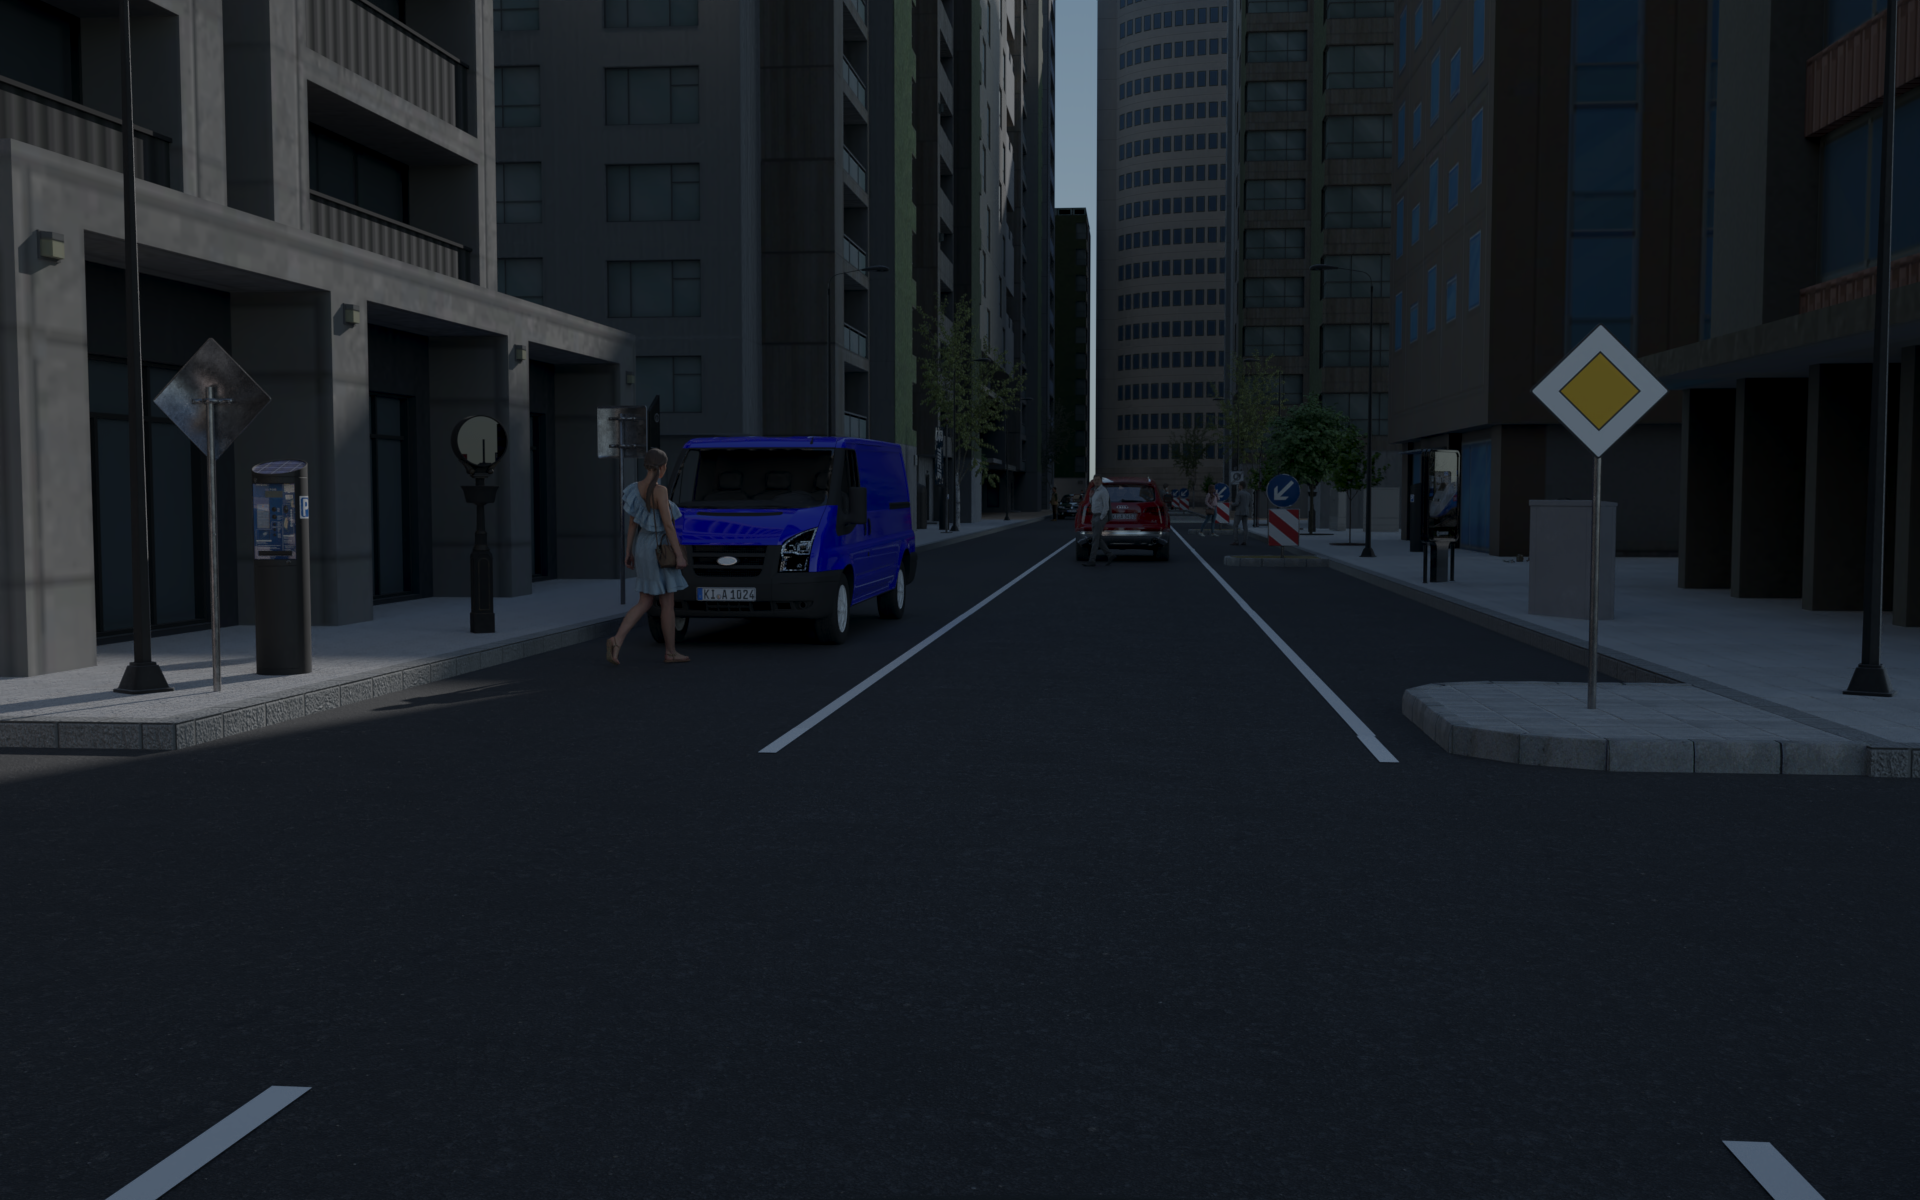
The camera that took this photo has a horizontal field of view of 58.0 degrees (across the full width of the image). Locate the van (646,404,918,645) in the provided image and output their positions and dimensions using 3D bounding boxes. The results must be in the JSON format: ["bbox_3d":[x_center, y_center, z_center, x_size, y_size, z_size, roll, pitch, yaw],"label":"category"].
[{"bbox_3d":[-1.793,-0.853,18.334,2.240,2.365,5.245,0,4,7],"label":"van"}]

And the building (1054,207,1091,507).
[{"bbox_3d":[6.262,-24.803,177.229,14.107,30.474,14.160,0,4,6],"label":"building"}]

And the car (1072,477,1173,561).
[{"bbox_3d":[3.634,-1.837,38.707,2.281,1.827,5.304,0,4,5],"label":"car"}]

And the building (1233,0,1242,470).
[{"bbox_3d":[32.609,-32.186,115.487,28.713,52.752,27.495,0,4,6],"label":"building"}]

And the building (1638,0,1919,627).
[{"bbox_3d":[22.773,-22.193,17.484,28.867,44.769,22.147,0,4,6],"label":"building"}]

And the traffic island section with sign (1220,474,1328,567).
[{"bbox_3d":[6.376,-1.618,35.074,1.989,1.847,2.006,0,4,6],"label":"traffic island section with sign"}]

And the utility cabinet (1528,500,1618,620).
[{"bbox_3d":[6.383,-0.422,18.069,0.306,1.237,1.020,-1,4,-20],"label":"utility cabinet"}]

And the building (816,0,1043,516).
[{"bbox_3d":[-1.619,-26.796,121.711,14.154,41.232,14.086,0,4,6],"label":"building"}]

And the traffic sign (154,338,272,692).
[{"bbox_3d":[-4.825,-0.462,11.195,0.795,2.450,0.064,0,4,6],"label":"traffic sign"}]

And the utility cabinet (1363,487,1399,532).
[{"bbox_3d":[14.172,-3.035,58.294,1.173,1.500,0.318,1,4,13],"label":"utility cabinet"}]

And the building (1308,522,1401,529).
[{"bbox_3d":[21.025,-18.203,69.326,14.160,30.474,14.107,0,4,6],"label":"building"}]

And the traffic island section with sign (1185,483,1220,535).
[{"bbox_3d":[9.174,-3.257,61.884,1.989,1.847,2.006,0,4,6],"label":"traffic island section with sign"}]

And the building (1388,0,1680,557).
[{"bbox_3d":[18.228,-23.847,40.012,14.600,45.320,14.200,0,4,6],"label":"building"}]

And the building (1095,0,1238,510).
[{"bbox_3d":[28.186,-38.921,178.351,28.212,58.520,21.231,0,4,6],"label":"building"}]

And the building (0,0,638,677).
[{"bbox_3d":[-15.606,-35.657,21.237,20.563,71.187,20.611,0,4,6],"label":"building"}]

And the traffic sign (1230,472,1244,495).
[{"bbox_3d":[12.374,-4.605,77.420,0.606,2.300,0.079,1,4,9],"label":"traffic sign"}]

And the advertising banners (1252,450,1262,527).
[{"bbox_3d":[11.558,-4.346,67.251,0.090,3.025,2.074,1,4,18],"label":"advertising banners"}]

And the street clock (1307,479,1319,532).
[{"bbox_3d":[11.913,-3.303,58.566,0.471,2.002,0.358,-3,5,-40],"label":"street clock"}]

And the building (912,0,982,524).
[{"bbox_3d":[-6.690,-18.502,74.213,14.160,30.474,14.107,0,4,6],"label":"building"}]

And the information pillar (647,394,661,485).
[{"bbox_3d":[-7.165,-3.012,40.607,0.183,3.616,0.504,1,4,19],"label":"information pillar"}]

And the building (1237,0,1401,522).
[{"bbox_3d":[22.515,-19.855,96.330,14.160,30.474,14.107,0,4,6],"label":"building"}]

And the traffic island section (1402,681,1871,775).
[{"bbox_3d":[3.795,0.729,10.359,2.009,0.180,2.903,0,4,6],"label":"traffic island section"}]

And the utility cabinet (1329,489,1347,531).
[{"bbox_3d":[13.138,-3.156,60.278,0.318,1.500,1.173,0,4,-2],"label":"utility cabinet"}]

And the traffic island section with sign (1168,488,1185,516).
[{"bbox_3d":[14.391,-6.335,112.210,1.989,1.847,2.006,0,4,6],"label":"traffic island section with sign"}]

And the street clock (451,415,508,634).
[{"bbox_3d":[-4.421,-0.698,15.977,0.471,2.002,0.358,-2,4,-29],"label":"street clock"}]

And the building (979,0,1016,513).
[{"bbox_3d":[-10.980,-31.297,100.948,28.713,52.752,27.495,0,4,6],"label":"building"}]

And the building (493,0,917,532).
[{"bbox_3d":[-9.172,-22.530,51.968,14.154,41.232,14.086,0,4,6],"label":"building"}]

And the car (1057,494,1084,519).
[{"bbox_3d":[6.510,-5.455,98.979,2.009,1.686,4.222,0,4,7],"label":"car"}]

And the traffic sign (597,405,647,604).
[{"bbox_3d":[-3.913,-1.097,20.059,0.606,2.300,0.079,1,4,12],"label":"traffic sign"}]

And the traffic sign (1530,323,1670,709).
[{"bbox_3d":[3.771,-0.406,10.284,0.795,2.450,0.064,0,4,6],"label":"traffic sign"}]

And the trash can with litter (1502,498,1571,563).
[{"bbox_3d":[11.141,-1.345,33.051,2.233,1.210,1.678,-2,4,-26],"label":"trash can with litter"}]

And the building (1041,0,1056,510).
[{"bbox_3d":[-5.972,-37.211,150.402,28.212,58.520,21.231,0,4,6],"label":"building"}]
